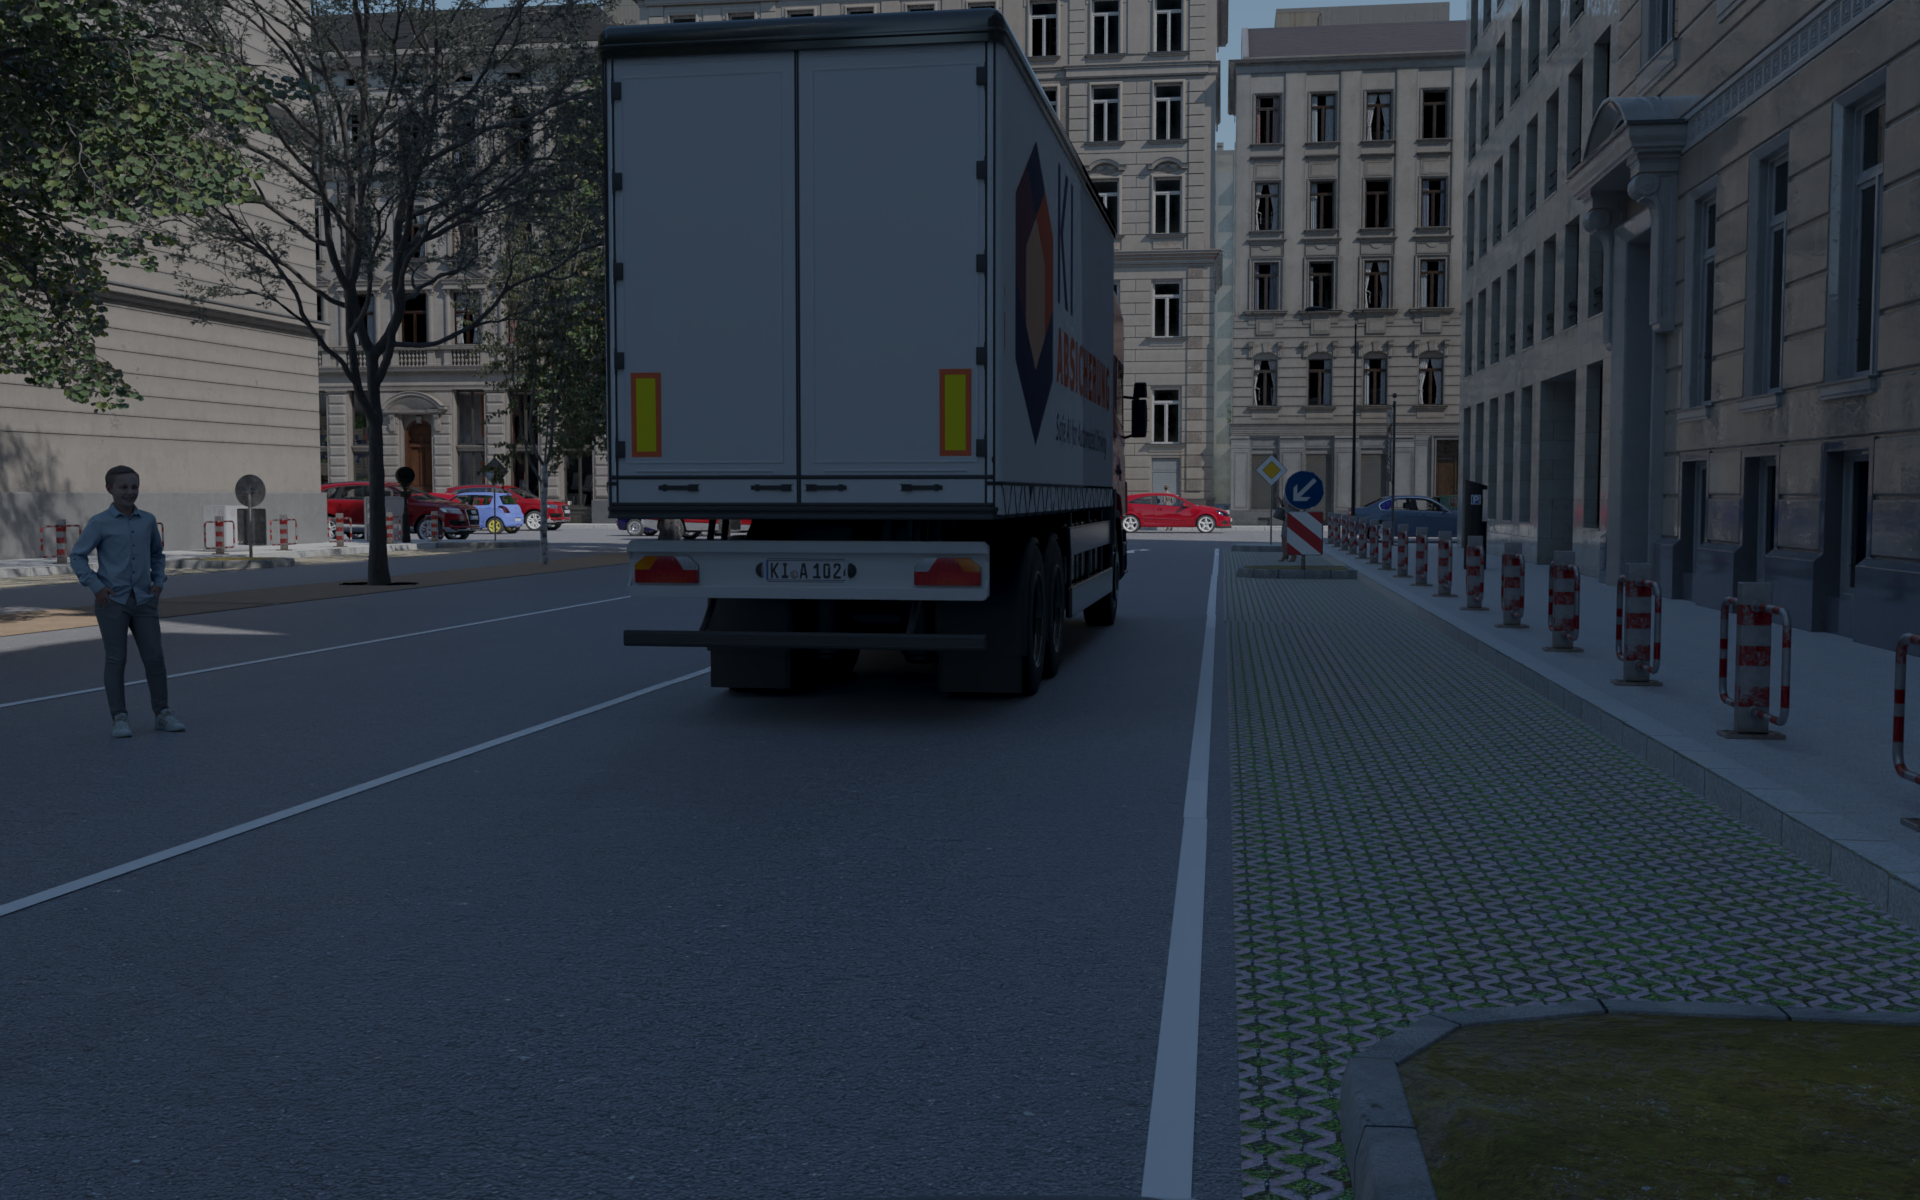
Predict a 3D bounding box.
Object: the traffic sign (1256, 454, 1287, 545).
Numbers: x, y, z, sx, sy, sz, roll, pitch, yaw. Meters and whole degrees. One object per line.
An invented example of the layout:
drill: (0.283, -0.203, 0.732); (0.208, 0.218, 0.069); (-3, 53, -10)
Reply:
traffic sign: (7.886, -2.462, 43.889); (0.795, 2.450, 0.064); (1, 4, 9)

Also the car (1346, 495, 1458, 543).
car: (13.758, -2.429, 51.719); (4.499, 1.417, 2.014); (0, 4, 8)

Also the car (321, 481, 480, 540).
car: (-16.858, -2.609, 51.328); (5.304, 1.827, 2.281); (1, 4, 9)

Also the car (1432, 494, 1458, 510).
car: (19.125, -3.295, 63.661); (4.222, 1.686, 2.009); (0, 4, 8)

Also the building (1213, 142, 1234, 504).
building: (33.097, -37.879, 238.923); (30.456, 49.044, 23.786); (1, 4, 9)

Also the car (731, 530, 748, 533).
car: (-6.790, -3.214, 64.346); (4.920, 1.459, 2.131); (0, 4, 7)

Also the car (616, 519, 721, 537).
car: (-9.701, -2.852, 59.210); (3.894, 1.354, 1.945); (1, 4, 9)

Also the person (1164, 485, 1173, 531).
person: (8.126, -3.611, 67.876); (0.599, 1.781, 0.374); (-2, 4, -35)

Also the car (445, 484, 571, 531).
car: (-17.997, -3.649, 68.329); (5.304, 1.827, 2.281); (0, 4, 8)

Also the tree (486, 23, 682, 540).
tree: (-7.092, -7.510, 42.254); (9.611, 12.733, 9.660); (0, 3, 0)

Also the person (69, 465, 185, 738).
person: (-4.955, 0.001, 10.300); (0.589, 1.601, 0.330); (-3, 5, -42)

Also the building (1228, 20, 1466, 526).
building: (20.416, -13.674, 72.729); (18.267, 20.994, 9.793); (1, 4, 9)

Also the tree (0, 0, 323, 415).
tree: (-10.762, -6.519, 15.696); (9.857, 13.997, 8.962); (0, 3, 0)

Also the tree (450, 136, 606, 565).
tree: (-8.384, -5.026, 35.001); (4.360, 8.622, 3.978); (0, 3, 0)

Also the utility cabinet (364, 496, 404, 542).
utility cabinet: (-15.656, -2.200, 47.130); (1.020, 1.237, 0.306); (-2, 4, -31)

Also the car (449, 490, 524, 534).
car: (-17.680, -3.235, 62.481); (3.694, 1.707, 1.945); (1, 4, 8)

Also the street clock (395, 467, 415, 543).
street clock: (-14.586, -2.508, 45.576); (0.471, 2.002, 0.358); (-2, 4, -30)

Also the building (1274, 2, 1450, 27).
building: (33.910, -28.473, 149.122); (14.154, 41.232, 14.086); (1, 4, 9)

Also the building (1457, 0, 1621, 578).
building: (15.950, -10.864, 32.383); (10.420, 20.320, 16.860); (1, 4, 9)

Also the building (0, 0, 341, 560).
building: (-28.658, -15.480, 40.489); (23.554, 28.519, 14.401); (1, 4, 9)

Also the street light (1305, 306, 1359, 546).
street light: (9.222, -4.305, 42.934); (1.470, 5.913, 1.316); (1, 4, 9)

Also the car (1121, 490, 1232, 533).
car: (7.787, -3.363, 64.022); (4.494, 1.783, 2.155); (1, 4, 8)

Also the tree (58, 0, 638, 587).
tree: (-9.097, -6.958, 26.596); (12.009, 13.543, 11.850); (0, 3, 0)

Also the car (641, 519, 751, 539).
car: (-7.265, -2.775, 54.047); (5.304, 1.827, 2.281); (1, 4, 9)

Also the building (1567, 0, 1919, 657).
building: (13.978, -13.936, 13.760); (13.634, 28.700, 20.117); (1, 4, 9)

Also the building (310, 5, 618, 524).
building: (-23.161, -15.368, 80.137); (19.941, 23.489, 11.050); (1, 4, 9)

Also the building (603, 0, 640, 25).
building: (-14.060, -34.498, 153.282); (28.713, 52.752, 27.495); (1, 4, 9)

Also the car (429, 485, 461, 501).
car: (-20.404, -3.458, 65.572); (4.494, 1.783, 2.155); (0, 4, 7)

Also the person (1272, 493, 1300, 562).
person: (6.861, -1.690, 36.485); (0.532, 1.782, 0.716); (-3, 5, -42)

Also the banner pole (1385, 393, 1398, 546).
banner pole: (10.636, -3.226, 42.769); (0.401, 3.779, 0.863); (2, 4, 31)

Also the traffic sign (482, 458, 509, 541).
traffic sign: (-12.623, -2.652, 46.995); (0.795, 2.450, 0.064); (1, 4, 9)

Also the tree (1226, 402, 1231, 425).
tree: (24.854, -13.019, 138.621); (9.928, 11.665, 9.643); (0, 3, 0)

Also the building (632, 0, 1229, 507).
building: (-0.783, -17.132, 77.373); (25.104, 27.353, 12.463); (1, 4, 9)
